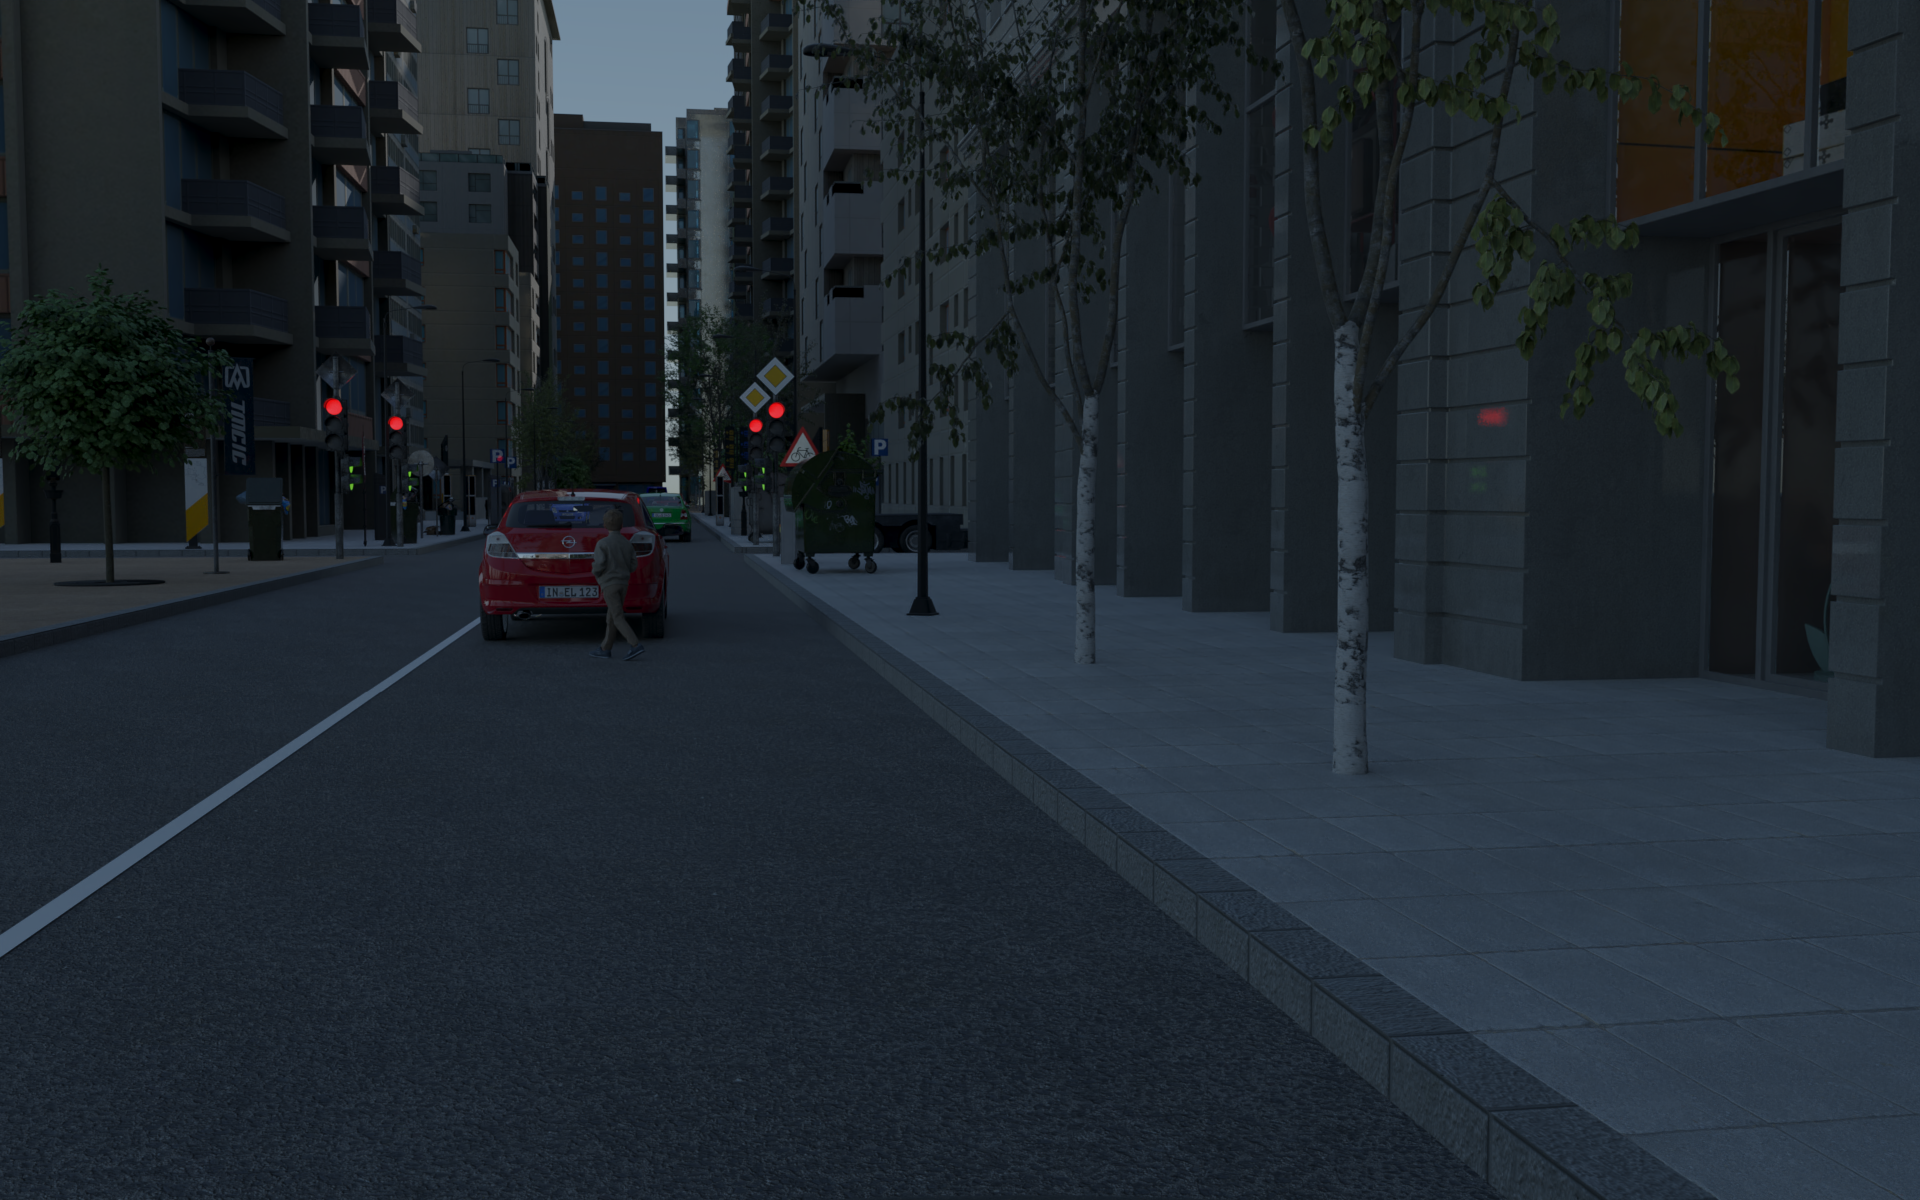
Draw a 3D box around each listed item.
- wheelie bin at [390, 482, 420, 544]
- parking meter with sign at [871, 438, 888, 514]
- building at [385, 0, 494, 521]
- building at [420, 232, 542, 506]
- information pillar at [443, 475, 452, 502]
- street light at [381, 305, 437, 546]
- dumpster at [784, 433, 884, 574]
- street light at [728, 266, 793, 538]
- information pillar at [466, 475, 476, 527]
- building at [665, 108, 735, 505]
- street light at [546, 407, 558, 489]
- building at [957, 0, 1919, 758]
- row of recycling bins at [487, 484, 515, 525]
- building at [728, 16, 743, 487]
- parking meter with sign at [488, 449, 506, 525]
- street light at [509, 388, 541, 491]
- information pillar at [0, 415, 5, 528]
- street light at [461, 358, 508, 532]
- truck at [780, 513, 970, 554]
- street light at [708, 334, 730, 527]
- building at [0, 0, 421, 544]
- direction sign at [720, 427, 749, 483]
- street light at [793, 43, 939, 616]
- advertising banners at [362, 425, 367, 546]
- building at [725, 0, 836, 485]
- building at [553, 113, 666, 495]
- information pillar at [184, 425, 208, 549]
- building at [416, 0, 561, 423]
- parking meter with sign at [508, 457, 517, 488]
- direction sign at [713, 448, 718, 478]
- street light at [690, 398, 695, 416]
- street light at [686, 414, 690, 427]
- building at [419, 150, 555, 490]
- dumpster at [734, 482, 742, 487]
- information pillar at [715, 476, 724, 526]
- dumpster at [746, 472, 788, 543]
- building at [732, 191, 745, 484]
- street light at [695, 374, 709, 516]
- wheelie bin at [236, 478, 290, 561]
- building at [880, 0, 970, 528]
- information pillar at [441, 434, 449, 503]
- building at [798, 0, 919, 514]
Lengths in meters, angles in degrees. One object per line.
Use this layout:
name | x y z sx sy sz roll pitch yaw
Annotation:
wheelie bin | -14.396 -2.260 44.852 0.693 1.594 0.980 -3 4 -37
parking meter with sign | -2.827 -3.599 55.111 0.543 3.016 1.738 -1 4 -22
building | -41.196 -24.251 88.390 32.217 40.220 23.993 -1 4 -10
building | -46.110 -17.276 127.499 27.650 21.520 28.899 -1 4 -10
information pillar | -19.374 -3.730 65.480 0.304 2.012 0.304 -1 4 -14
street light | -13.523 -4.282 42.556 1.470 5.913 1.316 -1 4 -10
dumpster | -2.092 -1.594 28.556 1.502 2.255 1.985 -1 4 -10
street light | -3.918 -3.852 35.528 1.470 5.913 1.316 -1 4 -10
information pillar | -19.186 -3.878 67.895 0.304 2.012 0.304 -3 5 -43
building | -21.149 -36.476 215.983 30.456 49.044 23.786 -1 4 -10
street light | -22.145 -7.334 92.458 1.470 5.913 1.316 -1 4 -10
building | 7.937 -14.768 18.947 11.434 29.767 29.804 -1 4 -10
row of recycling bins | -19.244 -4.004 72.574 1.069 1.692 3.534 -1 4 -10
building | -15.009 -45.394 180.439 20.563 71.187 20.611 -1 4 -10
parking meter with sign | -18.157 -4.368 67.672 0.543 3.016 1.738 -1 4 -21
street light | -19.319 -6.322 75.913 1.470 5.913 1.316 -1 4 -10
information pillar | -22.572 -2.995 40.319 0.504 3.616 0.183 -1 4 -20
street light | -16.448 -5.310 59.364 1.470 5.913 1.316 -1 4 -10
truck | 5.217 -3.105 40.529 18.799 4.110 2.967 -1 4 -9
street light | -6.497 -4.773 50.577 1.470 5.913 1.316 -1 4 -10
building | -29.785 -24.508 55.333 22.147 44.769 28.867 -1 4 -10
direction sign | -7.530 -4.072 58.571 0.876 3.537 0.379 -2 4 -31
street light | -0.929 -2.787 18.113 1.470 5.913 1.316 -1 4 -10
advertising banners | -14.868 -2.877 43.226 0.090 3.025 2.074 -1 4 -18
building | -7.747 -29.816 142.115 22.147 44.769 28.867 -1 4 -10
building | -42.685 -34.115 207.885 14.200 45.320 14.600 -1 4 -10
information pillar | -17.819 -2.997 40.354 0.504 3.616 0.183 -1 4 -16
building | -53.796 -35.524 170.058 27.495 52.752 28.713 -1 4 -10
parking meter with sign | -20.848 -5.108 79.769 0.543 3.016 1.738 0 4 -3
direction sign | -11.953 -5.756 86.111 0.379 3.537 0.876 2 4 34
street light | -12.180 -6.805 83.808 1.470 5.913 1.316 -1 4 -10
street light | -15.100 -7.848 100.848 1.470 5.913 1.316 -1 4 -10
building | -42.825 -23.111 149.559 14.160 30.474 14.107 -1 4 -10
dumpster | -6.738 -3.102 56.472 1.264 1.857 1.865 -1 4 -10
information pillar | -9.742 -4.019 70.207 0.304 2.012 0.304 -1 4 -17
dumpster | -5.012 -2.465 46.063 1.264 1.857 1.865 -1 4 -10
building | -14.433 -23.979 163.756 14.160 30.474 14.107 -1 4 -10
street light | -9.395 -5.793 67.256 1.470 5.913 1.316 -1 4 -10
wheelie bin | -13.432 -1.561 33.427 0.980 1.594 0.693 -1 4 -17
building | 13.256 -13.228 61.319 28.899 21.520 27.650 -1 4 -10
information pillar | -20.141 -4.673 67.758 0.183 3.616 0.504 0 4 8
building | 4.844 -31.401 102.648 28.713 52.752 27.495 -1 4 -10
